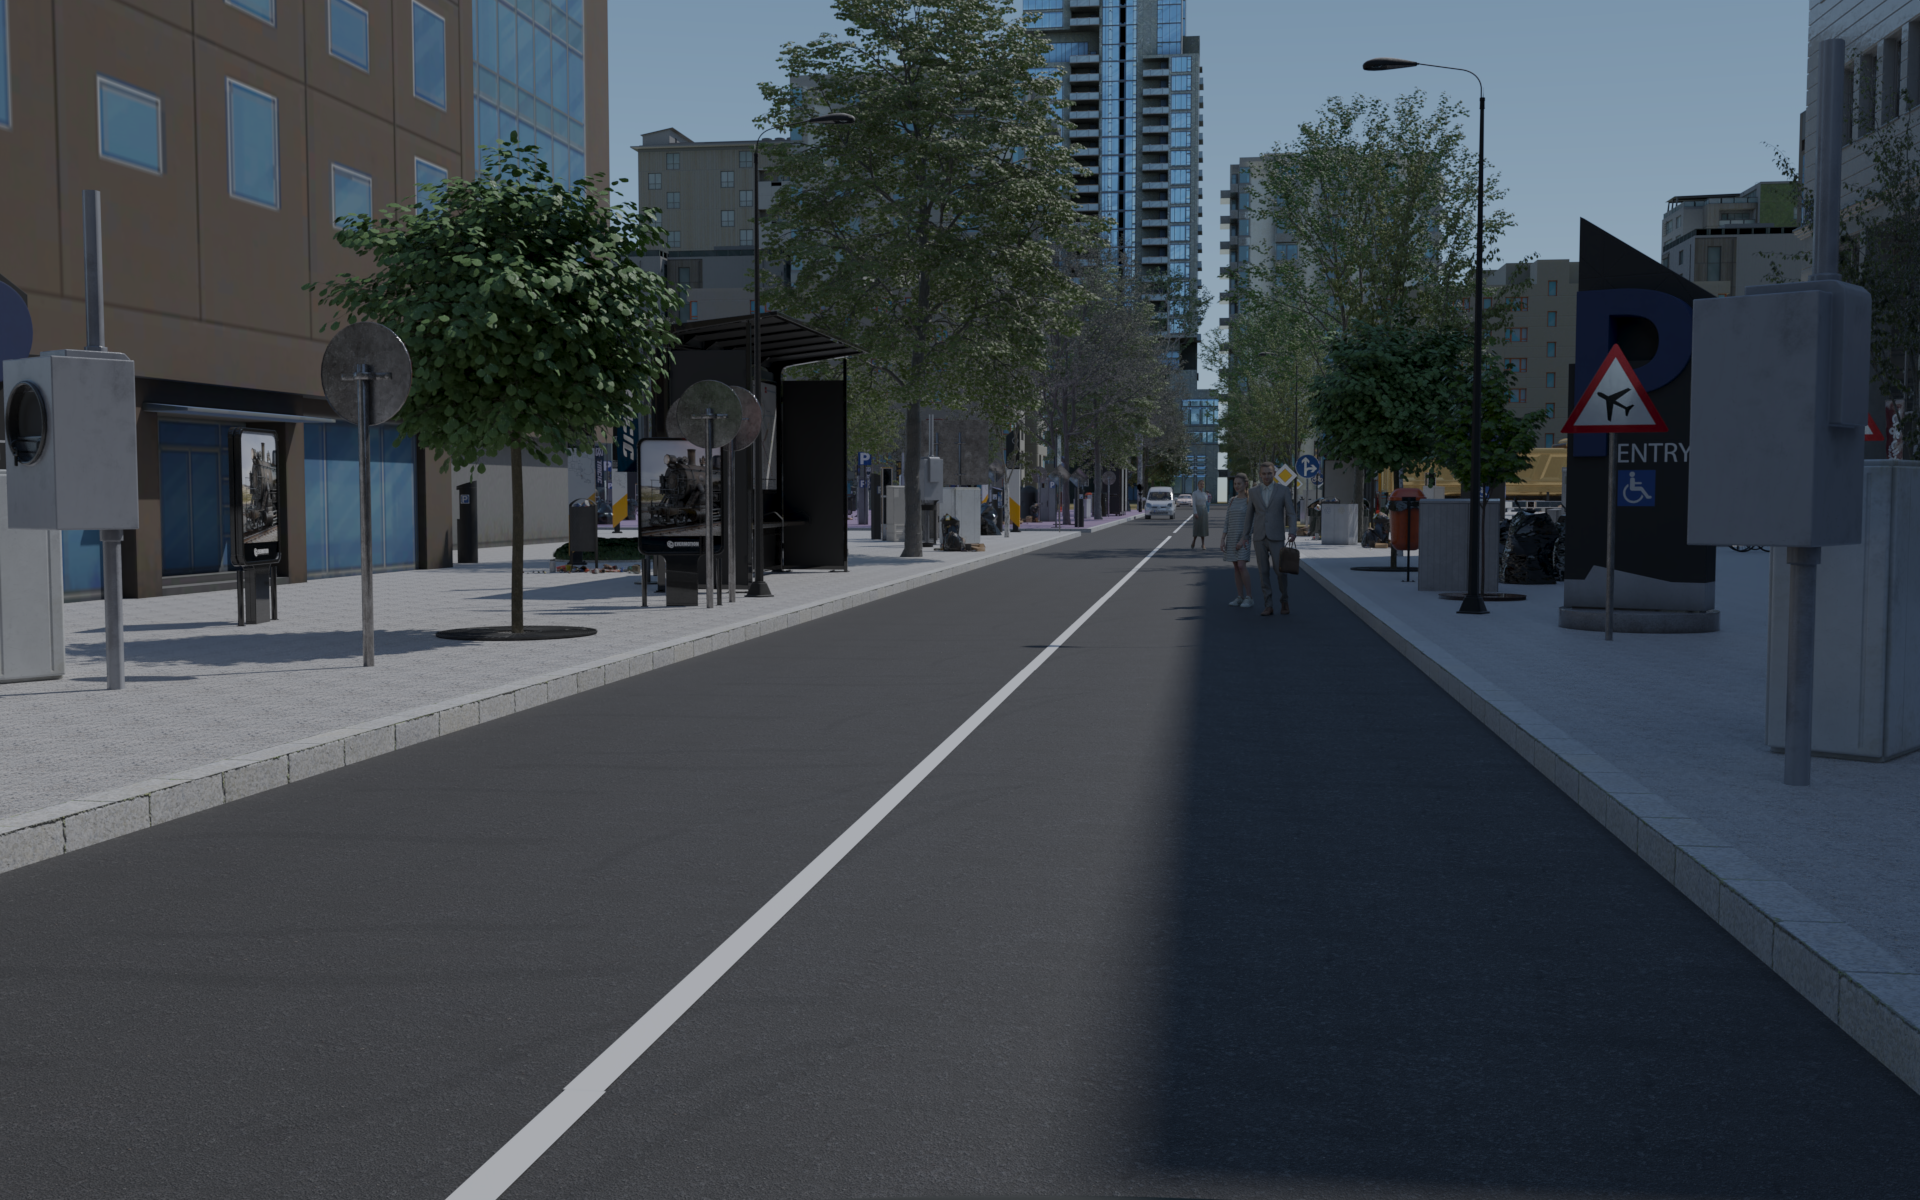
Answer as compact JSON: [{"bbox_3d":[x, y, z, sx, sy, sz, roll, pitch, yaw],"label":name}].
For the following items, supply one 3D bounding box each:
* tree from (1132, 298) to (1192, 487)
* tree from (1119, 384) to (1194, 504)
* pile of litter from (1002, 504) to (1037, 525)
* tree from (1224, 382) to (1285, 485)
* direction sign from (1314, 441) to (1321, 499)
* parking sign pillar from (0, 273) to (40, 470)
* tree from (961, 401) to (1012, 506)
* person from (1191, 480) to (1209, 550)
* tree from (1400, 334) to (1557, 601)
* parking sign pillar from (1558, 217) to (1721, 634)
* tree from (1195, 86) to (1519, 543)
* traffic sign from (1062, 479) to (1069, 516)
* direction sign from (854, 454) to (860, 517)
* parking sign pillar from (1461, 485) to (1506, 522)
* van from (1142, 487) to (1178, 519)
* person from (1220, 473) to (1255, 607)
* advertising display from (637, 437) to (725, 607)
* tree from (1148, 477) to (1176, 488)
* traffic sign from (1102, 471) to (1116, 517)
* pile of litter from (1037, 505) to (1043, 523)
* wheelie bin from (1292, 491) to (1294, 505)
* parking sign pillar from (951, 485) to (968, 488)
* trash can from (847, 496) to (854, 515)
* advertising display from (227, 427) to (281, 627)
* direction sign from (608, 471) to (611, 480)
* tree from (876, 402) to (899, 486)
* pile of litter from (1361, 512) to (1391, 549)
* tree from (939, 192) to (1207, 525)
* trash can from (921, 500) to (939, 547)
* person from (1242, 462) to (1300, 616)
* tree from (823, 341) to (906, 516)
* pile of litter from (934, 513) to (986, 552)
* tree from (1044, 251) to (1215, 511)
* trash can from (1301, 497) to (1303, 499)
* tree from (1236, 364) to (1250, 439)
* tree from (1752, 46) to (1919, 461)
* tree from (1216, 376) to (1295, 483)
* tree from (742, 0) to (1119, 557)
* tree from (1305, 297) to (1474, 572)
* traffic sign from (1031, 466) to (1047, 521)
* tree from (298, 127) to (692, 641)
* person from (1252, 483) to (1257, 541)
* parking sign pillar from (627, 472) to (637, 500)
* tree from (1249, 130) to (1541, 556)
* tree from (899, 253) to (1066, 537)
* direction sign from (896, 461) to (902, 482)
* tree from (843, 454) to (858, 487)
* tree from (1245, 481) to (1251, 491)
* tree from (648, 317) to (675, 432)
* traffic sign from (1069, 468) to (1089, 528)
[{"bbox_3d":[6.728,-10.274,86.104,7.486,12.596,7.792,0,3,0],"label":"tree"},{"bbox_3d":[17.879,-15.179,165.184,9.611,12.733,9.660,0,3,0],"label":"tree"},{"bbox_3d":[2.144,-3.624,73.216,1.719,0.858,1.176,-1,4,-21],"label":"pile of litter"},{"bbox_3d":[18.619,-9.609,107.467,4.360,8.622,3.978,0,3,0],"label":"tree"},{"bbox_3d":[15.199,-4.998,73.722,0.379,3.537,0.876,2,4,29],"label":"direction sign"},{"bbox_3d":[-8.754,-1.636,15.229,1.447,3.967,1.447,2,4,31],"label":"parking sign pillar"},{"bbox_3d":[2.022,-10.893,128.459,4.737,8.622,4.395,0,3,0],"label":"tree"},{"bbox_3d":[6.156,-2.198,44.658,0.478,1.798,0.641,-1,4,-16],"label":"person"},{"bbox_3d":[6.435,-1.613,20.969,1.663,3.219,1.824,0,3,0],"label":"tree"},{"bbox_3d":[6.502,-1.714,16.494,1.447,3.967,1.447,2,4,35],"label":"parking sign pillar"},{"bbox_3d":[10.458,-7.305,45.190,9.928,11.665,9.643,0,3,0],"label":"tree"},{"bbox_3d":[6.129,-6.307,103.223,0.768,2.556,0.104,1,4,12],"label":"traffic sign"},{"bbox_3d":[-5.709,-6.385,96.399,0.379,3.537,0.876,-1,4,-22],"label":"direction sign"},{"bbox_3d":[15.910,-3.924,52.623,1.447,3.967,1.447,1,4,20],"label":"parking sign pillar"},{"bbox_3d":[11.461,-5.633,99.103,2.013,2.044,4.112,1,4,9],"label":"van"},{"bbox_3d":[3.596,-0.775,22.174,0.512,1.701,0.522,3,5,44],"label":"person"},{"bbox_3d":[-3.187,-0.891,19.788,0.974,1.923,0.123,-1,4,-13],"label":"advertising display"},{"bbox_3d":[23.477,-13.416,203.063,4.285,4.588,4.351,0,3,0],"label":"tree"},{"bbox_3d":[8.259,-5.876,96.171,0.768,2.556,0.104,1,4,13],"label":"traffic sign"},{"bbox_3d":[3.130,-3.912,77.923,1.176,0.858,1.719,0,4,3],"label":"pile of litter"},{"bbox_3d":[13.610,-3.973,72.860,0.980,1.594,0.693,3,5,45],"label":"wheelie bin"},{"bbox_3d":[0.008,-8.066,120.345,1.447,3.967,1.447,2,4,29],"label":"parking sign pillar"},{"bbox_3d":[-6.853,-5.742,105.530,0.748,1.137,0.748,0,3,0],"label":"trash can"},{"bbox_3d":[-6.979,-0.731,17.163,0.123,1.923,0.974,0,4,-1],"label":"advertising display"},{"bbox_3d":[-25.635,-8.245,126.804,0.379,3.537,0.876,-1,4,-23],"label":"direction sign"},{"bbox_3d":[-4.234,-10.644,124.397,4.360,8.622,3.978,0,3,0],"label":"tree"},{"bbox_3d":[10.303,-1.678,41.397,1.719,0.858,1.176,-2,4,-24],"label":"pile of litter"},{"bbox_3d":[4.295,-9.856,71.511,12.009,13.543,11.850,0,3,0],"label":"tree"},{"bbox_3d":[-0.873,-1.851,41.920,0.748,1.137,0.748,0,3,0],"label":"trash can"},{"bbox_3d":[3.674,-0.725,20.468,0.709,1.813,0.853,1,4,19],"label":"person"},{"bbox_3d":[-5.503,-7.994,81.072,4.737,8.622,4.395,0,3,0],"label":"tree"},{"bbox_3d":[0.003,-1.540,39.138,1.176,0.858,1.719,0,4,-5],"label":"pile of litter"},{"bbox_3d":[12.854,-16.994,133.740,12.611,20.169,13.585,0,3,0],"label":"tree"},{"bbox_3d":[19.794,-5.337,98.917,0.748,1.137,0.748,0,3,0],"label":"trash can"},{"bbox_3d":[14.551,-7.738,76.872,4.737,8.622,4.395,0,3,0],"label":"tree"},{"bbox_3d":[15.082,-4.723,27.585,4.360,8.622,3.978,0,3,0],"label":"tree"},{"bbox_3d":[28.393,-15.165,166.068,7.486,12.596,7.792,0,3,0],"label":"tree"},{"bbox_3d":[-0.553,-7.153,35.084,7.486,12.596,7.792,0,3,0],"label":"tree"},{"bbox_3d":[7.296,-2.771,29.012,4.285,4.588,4.351,0,3,0],"label":"tree"},{"bbox_3d":[3.607,-4.842,79.279,0.768,2.556,0.104,1,4,15],"label":"traffic sign"},{"bbox_3d":[-4.111,-1.952,15.626,4.285,4.588,4.351,0,3,0],"label":"tree"},{"bbox_3d":[9.039,-2.692,52.850,0.599,1.781,0.374,-2,4,-30],"label":"person"},{"bbox_3d":[-25.401,-8.970,135.123,1.447,3.967,1.447,0,4,8],"label":"parking sign pillar"},{"bbox_3d":[9.230,-5.198,35.342,4.737,8.622,4.395,0,3,0],"label":"tree"},{"bbox_3d":[1.245,-6.142,50.789,4.360,8.622,3.978,0,3,0],"label":"tree"},{"bbox_3d":[-3.917,-7.725,118.302,0.876,3.537,0.379,0,4,-7],"label":"direction sign"},{"bbox_3d":[-9.604,-11.581,139.716,4.360,8.622,3.978,0,3,0],"label":"tree"},{"bbox_3d":[28.984,-10.997,174.407,1.663,3.219,1.824,0,3,0],"label":"tree"},{"bbox_3d":[-11.480,-7.414,71.583,4.360,8.622,3.978,0,3,0],"label":"tree"},{"bbox_3d":[4.499,-3.800,65.768,0.795,2.450,0.064,1,4,8],"label":"traffic sign"}]
